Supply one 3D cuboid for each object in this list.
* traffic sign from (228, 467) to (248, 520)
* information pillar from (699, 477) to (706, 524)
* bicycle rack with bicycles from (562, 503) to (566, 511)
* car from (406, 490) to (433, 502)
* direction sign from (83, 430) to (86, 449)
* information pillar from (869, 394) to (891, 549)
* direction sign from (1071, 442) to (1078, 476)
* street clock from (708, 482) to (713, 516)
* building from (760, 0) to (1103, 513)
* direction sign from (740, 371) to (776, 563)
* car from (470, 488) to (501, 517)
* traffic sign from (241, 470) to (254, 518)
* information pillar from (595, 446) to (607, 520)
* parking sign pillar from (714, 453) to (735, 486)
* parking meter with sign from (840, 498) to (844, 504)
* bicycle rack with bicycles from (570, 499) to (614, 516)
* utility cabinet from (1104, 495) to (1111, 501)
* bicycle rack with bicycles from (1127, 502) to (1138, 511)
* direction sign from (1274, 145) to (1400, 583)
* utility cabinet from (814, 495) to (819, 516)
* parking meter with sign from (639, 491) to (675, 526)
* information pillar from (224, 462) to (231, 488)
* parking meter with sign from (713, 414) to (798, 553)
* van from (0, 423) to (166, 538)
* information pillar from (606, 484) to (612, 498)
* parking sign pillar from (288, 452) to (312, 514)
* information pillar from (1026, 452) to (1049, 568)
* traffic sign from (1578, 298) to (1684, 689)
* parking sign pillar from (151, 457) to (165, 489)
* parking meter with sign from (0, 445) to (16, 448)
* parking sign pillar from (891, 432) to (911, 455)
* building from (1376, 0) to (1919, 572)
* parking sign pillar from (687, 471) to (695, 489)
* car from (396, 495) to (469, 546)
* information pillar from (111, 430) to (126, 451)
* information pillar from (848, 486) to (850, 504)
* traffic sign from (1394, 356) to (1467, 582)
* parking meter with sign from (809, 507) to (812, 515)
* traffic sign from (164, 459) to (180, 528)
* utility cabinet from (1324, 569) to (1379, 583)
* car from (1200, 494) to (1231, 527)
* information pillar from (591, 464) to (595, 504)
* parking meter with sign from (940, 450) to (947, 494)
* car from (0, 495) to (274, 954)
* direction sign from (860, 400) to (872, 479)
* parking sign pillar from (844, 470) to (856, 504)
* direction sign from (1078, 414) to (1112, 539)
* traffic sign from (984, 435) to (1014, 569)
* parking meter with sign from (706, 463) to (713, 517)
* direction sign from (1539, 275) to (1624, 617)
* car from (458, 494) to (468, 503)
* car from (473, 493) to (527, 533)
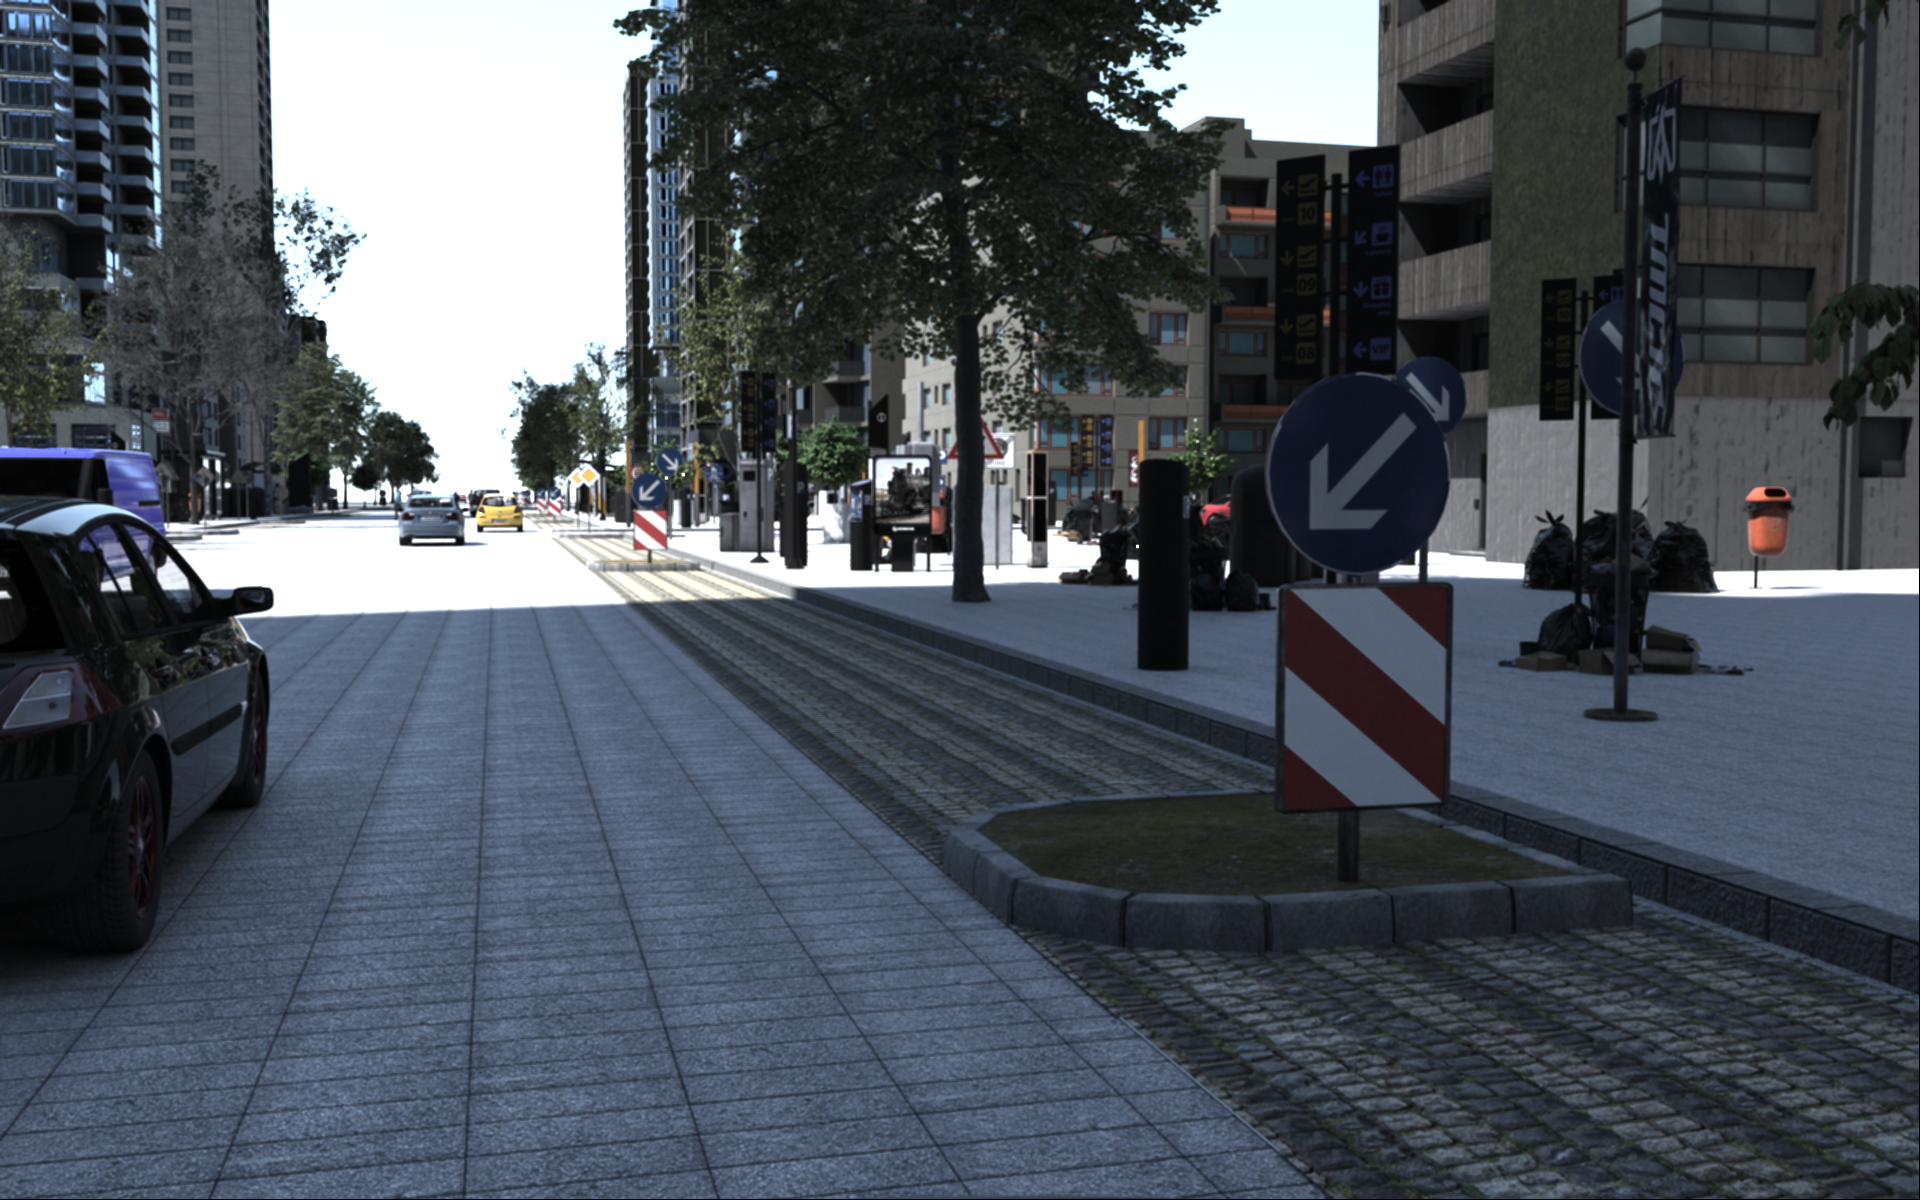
[{"bbox_3d":[-35.074,-5.148,84.167,0.884,2.594,0.081,-1,4,-14],"label":"traffic sign"},{"bbox_3d":[-11.042,-4.262,74.175,0.304,2.012,0.304,0,4,-5],"label":"information pillar"},{"bbox_3d":[-29.614,-7.373,133.933,2.852,0.926,2.925,-1,4,-20],"label":"bicycle rack with bicycles"},{"bbox_3d":[-46.276,-8.552,148.502,2.281,1.827,5.304,-1,4,-13],"label":"car"},{"bbox_3d":[-30.972,-4.242,61.357,0.379,3.537,0.876,-2,4,-30],"label":"direction sign"},{"bbox_3d":[-1.887,-3.007,40.525,0.504,3.616,0.183,1,4,17],"label":"information pillar"},{"bbox_3d":[5.248,-5.150,76.192,0.876,3.537,0.379,-2,4,-27],"label":"direction sign"},{"bbox_3d":[-14.336,-5.861,100.392,0.471,2.002,0.358,1,4,11],"label":"street clock"},{"bbox_3d":[-2.610,-28.792,125.368,22.147,44.769,28.867,-1,4,-15],"label":"building"},{"bbox_3d":[-3.743,-2.460,32.217,0.379,3.537,0.876,3,4,39],"label":"direction sign"},{"bbox_3d":[-30.210,-6.250,110.862,2.281,1.827,5.304,-1,4,-14],"label":"car"},{"bbox_3d":[-37.419,-5.553,90.892,0.768,2.556,0.104,0,4,-5],"label":"traffic sign"},{"bbox_3d":[-17.494,-5.708,84.682,0.183,3.616,0.504,2,4,26],"label":"information pillar"},{"bbox_3d":[-14.866,-7.391,109.307,1.447,3.967,1.447,-3,4,-36],"label":"parking sign pillar"},{"bbox_3d":[-6.143,-5.882,92.437,0.543,3.016,1.738,0,4,3],"label":"parking meter with sign"},{"bbox_3d":[-21.804,-5.564,104.360,2.925,0.926,2.852,0,3,0],"label":"bicycle rack with bicycles"},{"bbox_3d":[6.489,-4.016,76.826,0.306,1.237,1.020,-2,4,-25],"label":"utility cabinet"},{"bbox_3d":[13.924,-7.740,139.937,2.852,0.926,2.925,2,4,28],"label":"bicycle rack with bicycles"},{"bbox_3d":[2.500,-1.198,11.592,0.876,3.537,0.379,3,4,38],"label":"direction sign"},{"bbox_3d":[-8.179,-5.625,103.133,1.020,1.237,0.306,-2,4,-31],"label":"utility cabinet"},{"bbox_3d":[-12.265,-4.498,69.798,0.543,3.016,1.738,2,4,26],"label":"parking meter with sign"},{"bbox_3d":[-53.050,-8.204,125.482,0.504,3.616,0.183,1,4,13],"label":"information pillar"},{"bbox_3d":[-4.466,-2.556,38.047,1.738,3.016,0.543,1,4,21],"label":"parking meter with sign"},{"bbox_3d":[-11.981,-1.125,22.781,2.240,2.365,5.245,-1,4,-14],"label":"van"},{"bbox_3d":[-24.399,-7.096,120.512,0.304,2.012,0.304,1,4,12],"label":"information pillar"},{"bbox_3d":[-42.228,-7.478,110.735,1.447,3.967,1.447,-1,4,-12],"label":"parking sign pillar"},{"bbox_3d":[1.343,-1.566,30.091,0.304,2.012,0.304,-1,4,-16],"label":"information pillar"},{"bbox_3d":[4.348,-0.687,11.334,0.768,2.556,0.104,-1,4,-13],"label":"traffic sign"},{"bbox_3d":[-57.592,-8.327,124.619,1.447,3.967,1.447,2,4,27],"label":"parking sign pillar"},{"bbox_3d":[-33.607,-3.947,60.796,0.543,3.016,1.738,-1,4,-16],"label":"parking meter with sign"},{"bbox_3d":[-2.554,-5.252,74.341,1.447,3.967,1.447,1,4,21],"label":"parking sign pillar"},{"bbox_3d":[16.179,-16.146,35.685,14.160,30.474,14.107,-1,4,-15],"label":"building"},{"bbox_3d":[-19.677,-8.515,127.690,1.447,3.967,1.447,1,4,16],"label":"parking sign pillar"},{"bbox_3d":[-15.001,-2.279,49.271,2.014,1.417,4.499,-1,4,-15],"label":"car"},{"bbox_3d":[-30.877,-4.418,63.581,0.504,3.616,0.183,0,4,-3],"label":"information pillar"},{"bbox_3d":[-5.044,-5.340,78.661,0.183,3.616,0.504,0,4,-1],"label":"information pillar"},{"bbox_3d":[4.319,-0.978,16.100,0.768,2.556,0.104,-1,4,-12],"label":"traffic sign"},{"bbox_3d":[-9.286,-6.614,104.401,1.738,3.016,0.543,-1,4,-11],"label":"parking meter with sign"},{"bbox_3d":[-29.680,-3.966,64.848,0.884,2.594,0.081,0,4,-8],"label":"traffic sign"},{"bbox_3d":[3.196,-0.182,14.145,0.306,1.237,1.020,0,4,3],"label":"utility cabinet"},{"bbox_3d":[10.648,-3.513,66.481,4.494,1.783,2.155,-1,4,-16],"label":"car"},{"bbox_3d":[-24.729,-7.687,117.041,0.504,3.616,0.183,-3,5,-44],"label":"information pillar"},{"bbox_3d":[-0.805,-4.394,68.109,0.543,3.016,1.738,0,4,2],"label":"parking meter with sign"},{"bbox_3d":[-3.738,0.197,6.567,2.009,1.686,4.222,-1,4,-15],"label":"car"},{"bbox_3d":[-2.182,-3.068,42.166,0.379,3.537,0.876,0,4,1],"label":"direction sign"},{"bbox_3d":[-5.114,-5.655,80.929,1.447,3.967,1.447,-1,4,-13],"label":"parking sign pillar"},{"bbox_3d":[3.886,-3.502,49.262,0.876,3.537,0.379,1,4,10],"label":"direction sign"},{"bbox_3d":[0.632,-1.668,29.394,0.606,2.300,0.079,-1,4,-12],"label":"traffic sign"},{"bbox_3d":[-13.545,-6.184,97.363,0.543,3.016,1.738,2,4,27],"label":"parking meter with sign"},{"bbox_3d":[6.526,-1.602,18.183,0.876,3.537,0.379,2,4,34],"label":"direction sign"},{"bbox_3d":[-77.452,-15.885,268.758,2.155,1.783,4.494,-1,4,-14],"label":"car"},{"bbox_3d":[-17.542,-3.413,66.031,2.015,1.641,3.980,-1,4,-15],"label":"car"}]
